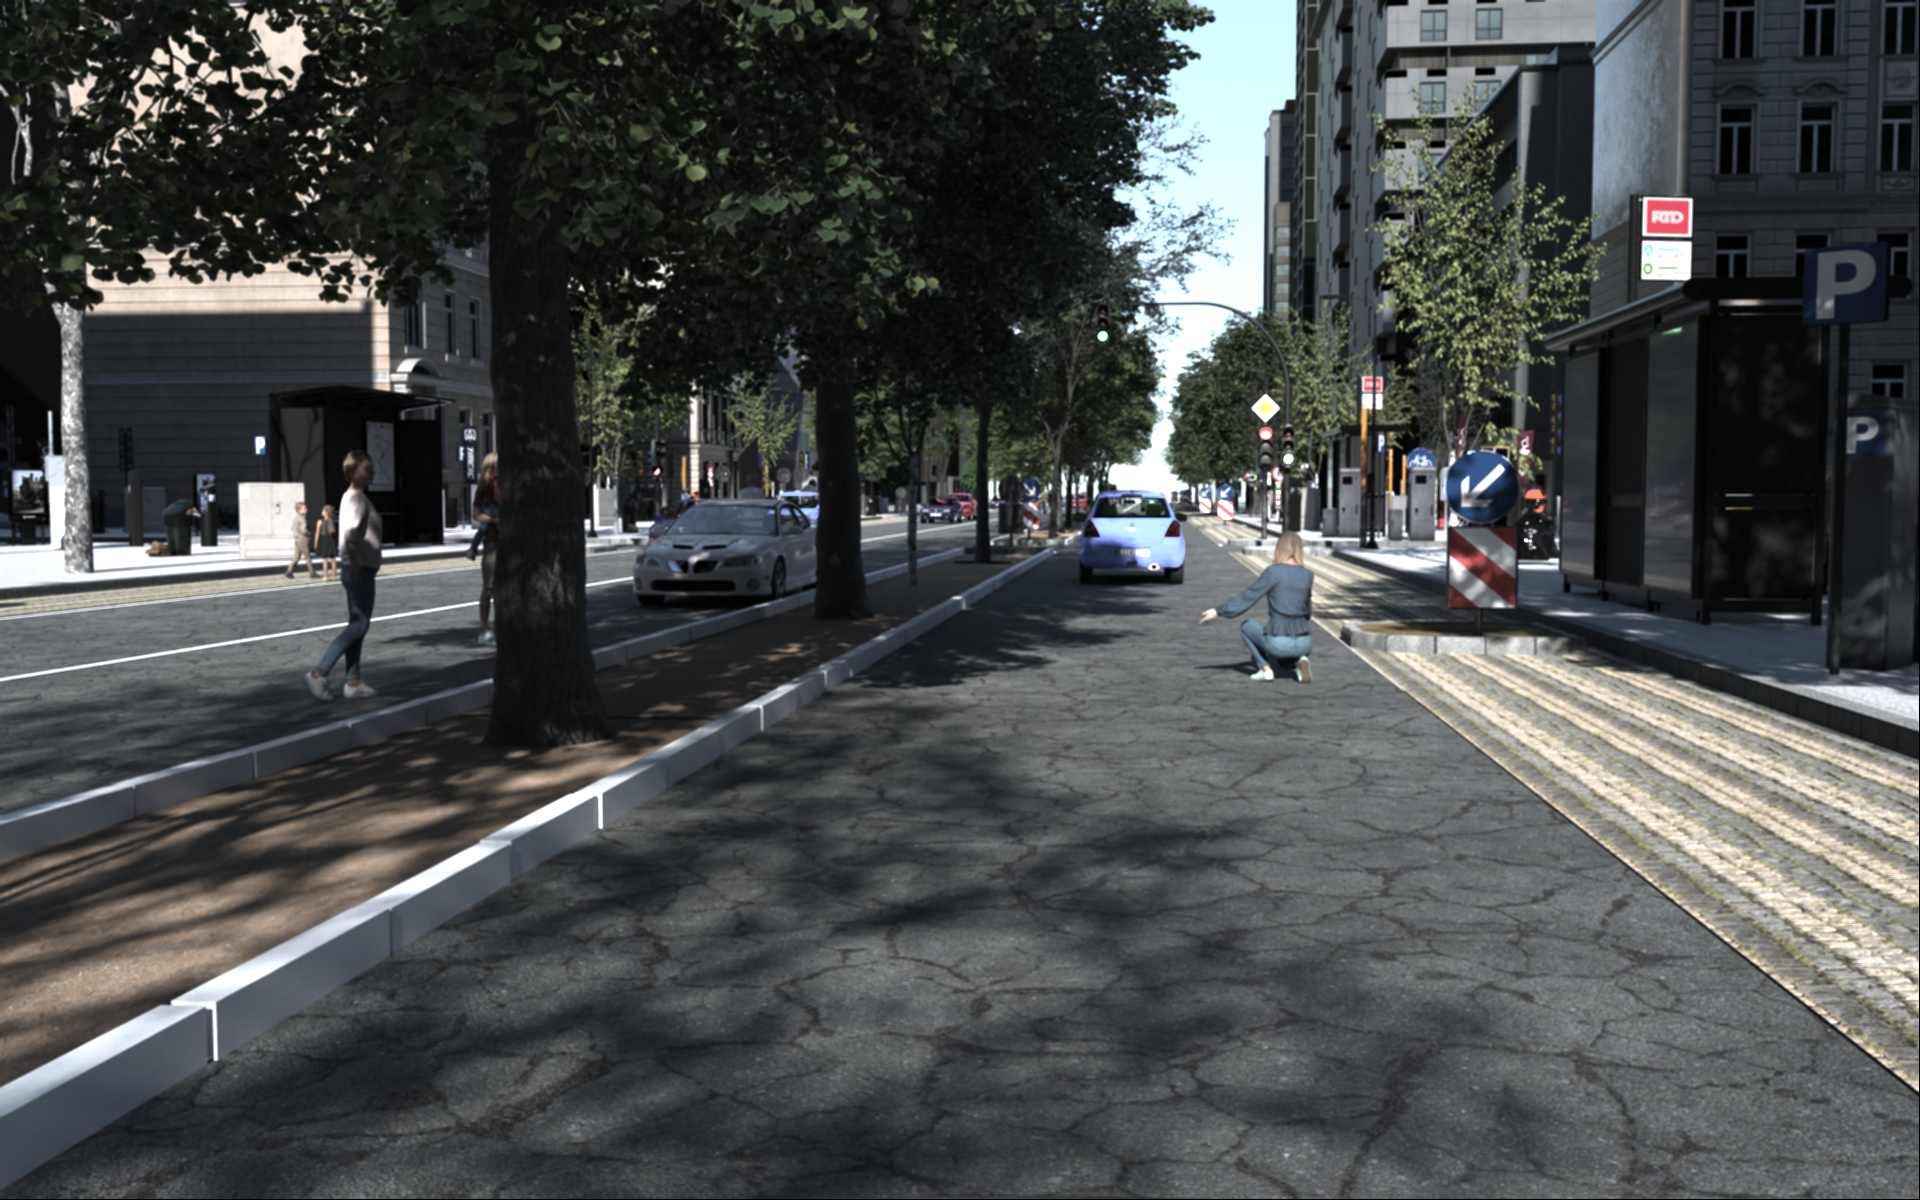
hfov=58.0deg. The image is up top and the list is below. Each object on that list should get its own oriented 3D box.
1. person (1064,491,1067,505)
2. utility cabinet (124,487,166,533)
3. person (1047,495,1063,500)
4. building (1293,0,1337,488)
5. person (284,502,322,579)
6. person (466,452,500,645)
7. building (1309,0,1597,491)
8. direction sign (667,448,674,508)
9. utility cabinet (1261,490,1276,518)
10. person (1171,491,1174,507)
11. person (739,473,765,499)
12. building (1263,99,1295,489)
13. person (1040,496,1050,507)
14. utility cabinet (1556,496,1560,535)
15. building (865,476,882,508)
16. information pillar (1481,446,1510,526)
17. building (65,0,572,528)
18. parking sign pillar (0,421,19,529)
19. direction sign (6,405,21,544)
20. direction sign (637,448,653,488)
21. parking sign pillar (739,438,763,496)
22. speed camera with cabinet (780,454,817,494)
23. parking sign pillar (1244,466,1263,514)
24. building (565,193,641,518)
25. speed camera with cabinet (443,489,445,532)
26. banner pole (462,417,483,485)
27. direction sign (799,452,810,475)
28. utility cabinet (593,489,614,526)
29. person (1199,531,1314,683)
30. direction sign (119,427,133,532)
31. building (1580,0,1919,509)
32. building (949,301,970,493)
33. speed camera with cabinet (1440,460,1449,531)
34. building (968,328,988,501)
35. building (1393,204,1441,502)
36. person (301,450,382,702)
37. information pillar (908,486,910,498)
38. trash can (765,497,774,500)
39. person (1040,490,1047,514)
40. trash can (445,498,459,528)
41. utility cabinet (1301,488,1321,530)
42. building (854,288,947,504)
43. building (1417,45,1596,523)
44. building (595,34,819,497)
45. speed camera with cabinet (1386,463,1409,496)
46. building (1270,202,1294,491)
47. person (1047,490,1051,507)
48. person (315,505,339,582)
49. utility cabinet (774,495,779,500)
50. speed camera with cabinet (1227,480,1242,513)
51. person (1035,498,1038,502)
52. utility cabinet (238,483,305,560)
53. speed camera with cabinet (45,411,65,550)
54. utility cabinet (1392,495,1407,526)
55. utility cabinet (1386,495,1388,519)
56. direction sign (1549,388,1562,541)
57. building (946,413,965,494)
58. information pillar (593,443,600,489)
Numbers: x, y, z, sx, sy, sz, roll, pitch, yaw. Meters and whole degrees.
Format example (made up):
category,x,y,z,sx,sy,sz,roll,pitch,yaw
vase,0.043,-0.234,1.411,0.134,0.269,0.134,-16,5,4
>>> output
category,x,y,z,sx,sy,sz,roll,pitch,yaw
person,14.175,-13.543,229.798,0.709,1.838,0.599,0,4,5
utility cabinet,-26.621,-2.931,56.603,1.173,1.500,0.318,-3,4,-37
person,7.678,-8.030,139.819,1.348,1.821,0.705,0,4,6
building,52.362,-48.141,225.352,20.563,71.187,20.611,0,4,6
person,-11.123,-1.007,29.235,0.475,1.303,0.640,2,4,35
person,-4.426,-0.495,16.568,0.573,1.828,0.580,-1,4,-11
building,49.934,-35.566,170.746,28.713,52.752,27.495,0,4,6
direction sign,-14.354,-5.745,85.932,0.379,3.537,0.876,1,4,10
utility cabinet,16.197,-5.060,91.403,0.318,1.500,1.173,0,4,-6
person,22.966,-10.871,186.944,0.721,1.736,1.217,1,4,11
person,-3.930,-1.507,33.013,0.514,1.842,0.818,-2,4,-24
building,56.866,-44.183,264.393,21.231,58.520,28.212,0,4,6
person,9.306,-11.044,189.772,1.217,1.736,0.721,-2,4,-30
utility cabinet,19.293,-2.698,55.280,0.306,1.237,1.020,2,4,30
building,-24.491,-29.179,168.951,32.217,40.220,23.993,0,4,6
information pillar,8.227,-1.357,26.674,0.304,2.012,0.304,-1,4,-23
building,-26.194,-17.619,73.981,13.634,28.700,20.117,0,4,6
parking sign pillar,-34.941,-4.605,63.771,1.447,3.967,1.447,1,4,19
direction sign,-24.418,-3.219,44.628,0.379,3.537,0.876,-3,5,-39
direction sign,-15.639,-5.752,86.044,0.876,3.537,0.379,-3,4,-37
parking sign pillar,-10.072,-5.804,83.366,1.447,3.967,1.447,3,5,44
speed camera with cabinet,-7.968,-5.577,85.516,0.660,3.252,2.038,3,5,41
parking sign pillar,19.446,-7.684,114.100,1.447,3.967,1.447,-2,4,-34
building,-26.182,-13.810,93.239,16.820,18.784,16.811,0,4,6
speed camera with cabinet,-17.883,-3.836,57.052,0.660,3.252,2.038,2,4,24
banner pole,-15.622,-4.026,55.839,0.863,3.779,0.401,-3,5,-41
direction sign,-8.311,-6.152,92.580,0.379,3.537,0.876,-3,5,-42
utility cabinet,-14.227,-3.703,69.223,0.318,1.500,1.173,1,4,22
person,2.359,0.041,13.322,1.012,1.151,0.738,-1,4,-11
direction sign,-28.408,-4.101,59.045,0.876,3.537,0.379,3,4,38
building,36.456,-16.174,61.710,25.104,27.353,12.463,0,4,6
building,-6.066,-37.558,264.184,14.600,45.320,14.200,0,4,6
speed camera with cabinet,17.322,-3.948,58.882,0.660,3.252,2.038,-2,4,-35
building,-3.104,-36.366,278.183,14.154,41.232,14.086,0,4,6
building,35.873,-17.347,113.300,12.332,23.373,15.834,0,4,6
person,-4.294,-0.177,12.071,0.598,1.740,0.731,-3,4,-38
information pillar,-3.477,-7.955,121.424,0.183,3.616,0.504,2,4,30
trash can,-10.148,-4.878,91.410,0.748,1.137,0.748,0,3,0
person,5.998,-7.068,123.972,0.656,1.842,0.836,2,4,26
trash can,-19.182,-3.263,65.011,0.748,1.137,0.748,0,3,0
utility cabinet,12.388,-3.264,62.052,0.318,1.500,1.173,-3,4,-36
building,-9.478,-27.973,229.058,14.160,30.474,14.107,0,4,6
building,33.316,-16.579,90.134,14.314,24.678,30.058,0,4,6
building,-22.231,-36.665,141.466,21.231,58.520,28.212,0,4,6
speed camera with cabinet,26.473,-6.799,105.495,2.038,3.252,0.660,1,4,12
building,50.904,-34.267,243.852,14.154,41.232,14.086,0,4,6
person,9.954,-11.200,191.254,1.348,1.869,0.705,-1,4,-12
person,-10.329,-0.921,28.221,0.362,1.253,0.373,-3,5,-41
utility cabinet,-8.908,-4.696,87.934,1.020,1.237,0.306,0,4,8
speed camera with cabinet,18.522,-7.494,116.866,0.660,3.252,2.038,1,4,21
person,6.641,-8.555,151.632,0.557,1.426,1.065,1,4,17
utility cabinet,-13.296,-1.516,33.473,1.173,1.500,0.318,-2,4,-25
speed camera with cabinet,-21.137,-2.841,40.786,0.660,3.252,2.038,-2,4,-29
utility cabinet,18.109,-3.646,70.778,0.306,1.237,1.020,-2,4,-24
utility cabinet,22.021,-4.765,89.069,0.306,1.237,1.020,-2,4,-30
direction sign,12.825,-2.775,37.368,0.379,3.537,0.876,2,4,33
building,-9.979,-49.407,246.053,20.563,71.187,20.611,0,4,6
information pillar,-15.123,-4.943,72.177,0.183,3.616,0.504,1,4,14
